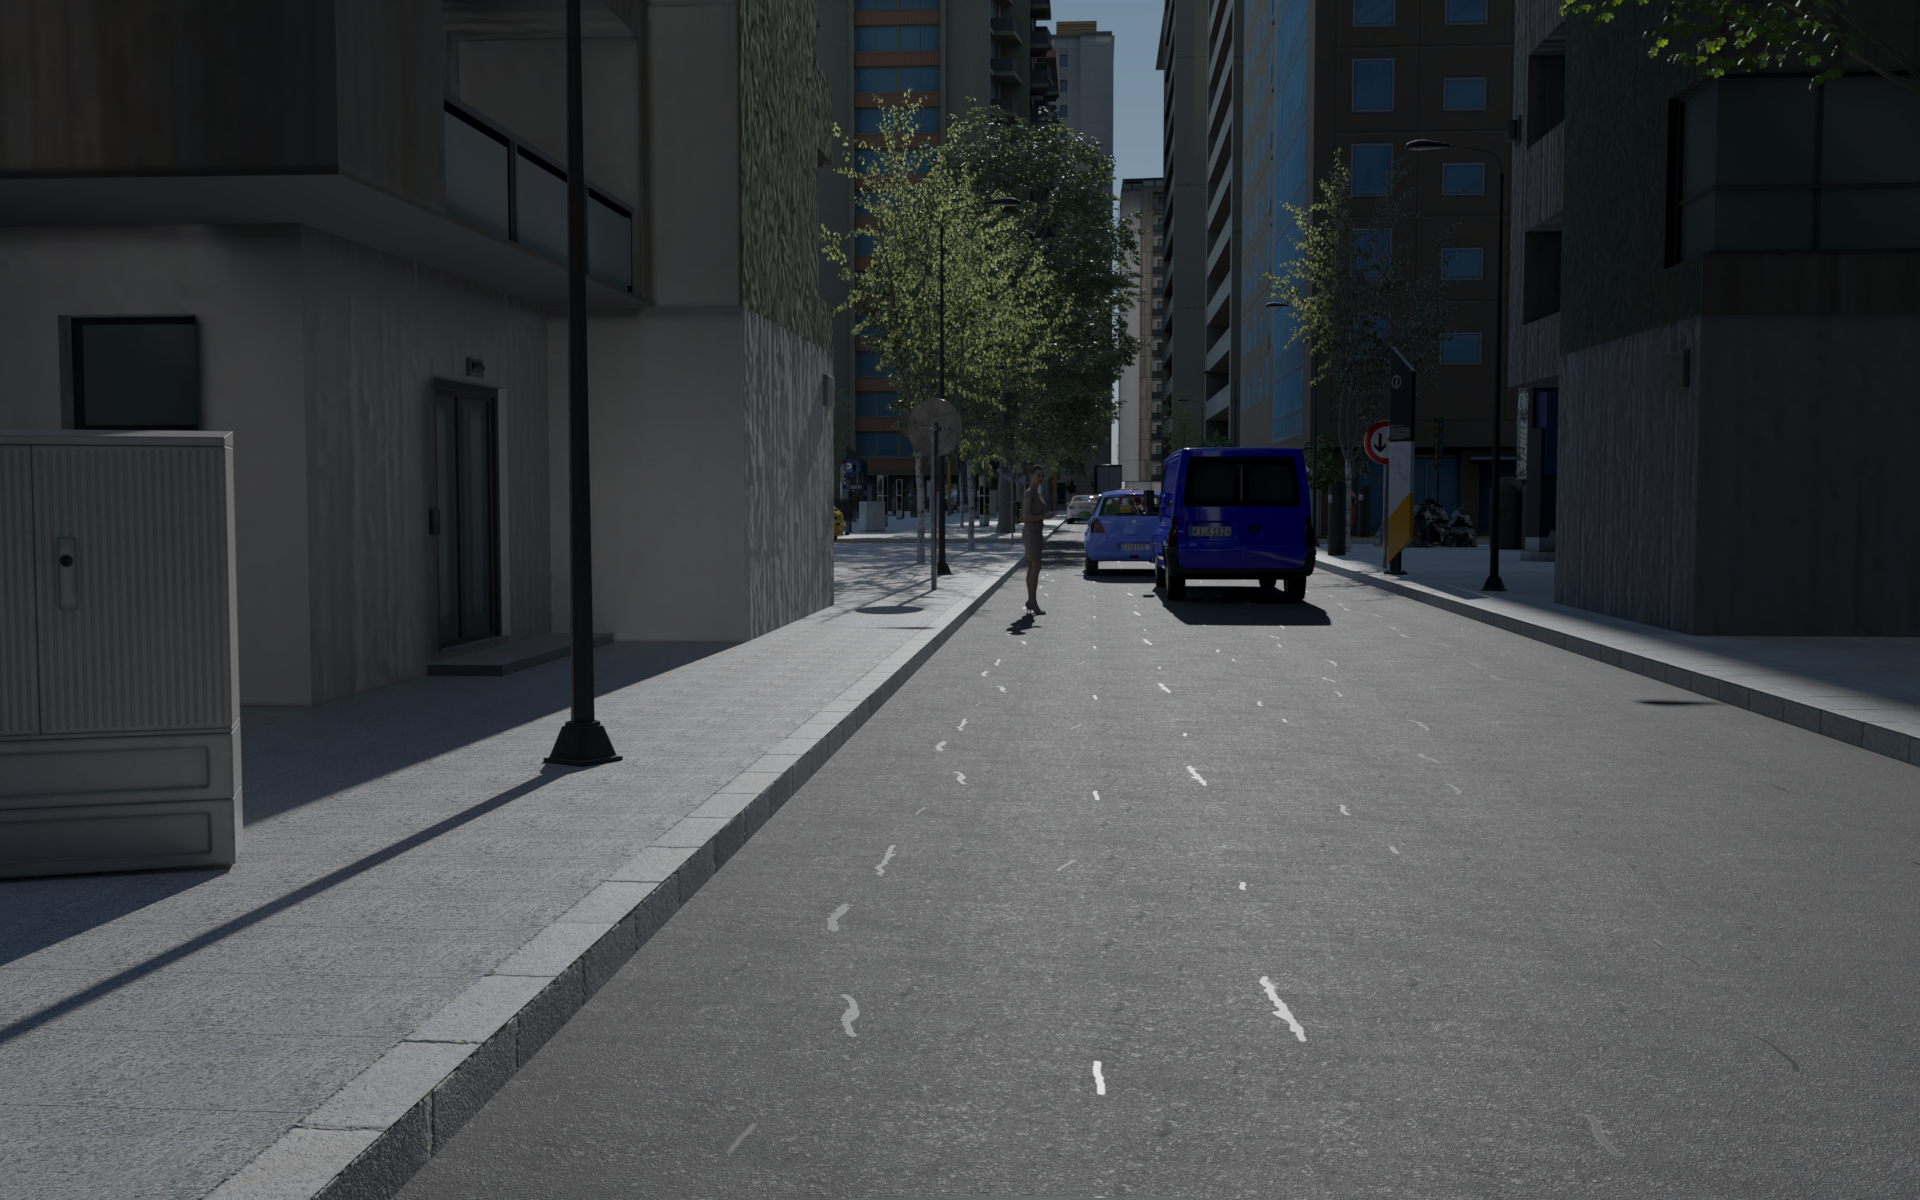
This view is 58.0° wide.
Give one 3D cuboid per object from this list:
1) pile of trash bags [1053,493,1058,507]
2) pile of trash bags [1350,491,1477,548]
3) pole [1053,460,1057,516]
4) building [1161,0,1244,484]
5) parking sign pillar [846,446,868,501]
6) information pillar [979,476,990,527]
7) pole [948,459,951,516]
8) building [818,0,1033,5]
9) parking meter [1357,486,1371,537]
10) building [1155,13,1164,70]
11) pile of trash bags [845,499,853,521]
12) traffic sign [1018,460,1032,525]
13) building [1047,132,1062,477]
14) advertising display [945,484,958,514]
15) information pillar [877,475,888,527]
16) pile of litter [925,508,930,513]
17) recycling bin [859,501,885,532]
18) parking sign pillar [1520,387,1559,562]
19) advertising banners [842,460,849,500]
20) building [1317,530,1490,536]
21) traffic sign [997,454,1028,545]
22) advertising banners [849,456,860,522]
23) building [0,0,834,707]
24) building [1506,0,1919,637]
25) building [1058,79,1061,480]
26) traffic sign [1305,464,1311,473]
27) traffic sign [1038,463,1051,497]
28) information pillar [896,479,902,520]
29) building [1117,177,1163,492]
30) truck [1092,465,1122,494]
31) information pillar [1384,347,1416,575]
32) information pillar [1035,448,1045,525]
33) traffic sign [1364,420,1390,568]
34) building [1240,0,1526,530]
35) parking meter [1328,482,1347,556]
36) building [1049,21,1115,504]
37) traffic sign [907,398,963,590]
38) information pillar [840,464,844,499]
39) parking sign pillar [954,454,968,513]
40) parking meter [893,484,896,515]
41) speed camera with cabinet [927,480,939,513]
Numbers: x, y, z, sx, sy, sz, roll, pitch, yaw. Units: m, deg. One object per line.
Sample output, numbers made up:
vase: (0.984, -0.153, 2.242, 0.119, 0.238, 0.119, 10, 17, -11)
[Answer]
pile of trash bags: (5.071, -6.419, 114.699, 3.447, 1.369, 1.912, -3, 4, -38)
pile of trash bags: (10.685, -1.978, 42.088, 3.447, 1.369, 1.912, -1, 4, -9)
pole: (5.461, -6.458, 99.430, 0.158, 3.312, 0.155, 0, 3, 0)
building: (27.121, -31.367, 136.556, 21.300, 48.544, 21.600, 0, 4, 4)
parking sign pillar: (-5.845, -6.639, 97.021, 1.447, 3.967, 1.447, 2, 4, 27)
information pillar: (0.965, -3.921, 68.602, 0.304, 2.012, 0.304, -3, 5, -44)
pole: (-0.627, -6.611, 101.926, 0.158, 3.312, 0.155, 0, 3, 0)
building: (-3.730, -29.747, 140.986, 22.147, 44.769, 28.867, 0, 4, 4)
parking meter: (12.054, -2.648, 51.700, 0.372, 1.533, 0.369, 0, 3, 0)
building: (35.610, -36.422, 184.740, 28.713, 52.752, 27.495, 0, 4, 4)
pile of trash bags: (-6.757, -4.463, 82.714, 1.912, 1.369, 3.447, 3, 5, 42)
traffic sign: (1.924, -2.912, 51.252, 0.795, 2.450, 0.064, 0, 4, 4)
building: (4.331, -31.217, 193.996, 14.086, 41.232, 14.154, 0, 4, 4)
advertising display: (-0.565, -6.467, 110.951, 0.974, 1.923, 0.123, 2, 4, 24)
information pillar: (-3.050, -3.908, 68.391, 0.304, 2.012, 0.304, 3, 5, 39)
pile of litter: (-2.008, -6.468, 119.722, 1.176, 0.858, 1.719, 3, 5, 43)
recycling bin: (-2.994, -2.840, 58.984, 0.722, 1.027, 0.722, -1, 4, -21)
parking sign pillar: (11.549, -2.739, 33.257, 1.447, 3.967, 1.447, -1, 4, -21)
advertising banners: (-5.624, -5.694, 89.286, 0.090, 3.025, 2.074, 1, 4, 22)
building: (18.204, -24.920, 57.552, 14.200, 45.320, 14.600, 0, 4, 4)
traffic sign: (1.311, -2.425, 43.290, 0.795, 2.450, 0.064, 0, 4, 4)
advertising banners: (-4.778, -5.078, 79.207, 0.090, 3.025, 2.074, 0, 4, 3)
building: (-8.977, -20.117, 12.505, 14.154, 41.232, 14.086, 0, 4, 4)
building: (14.162, -15.250, 21.037, 14.160, 30.474, 14.107, 0, 4, 4)
building: (-1.353, -31.523, 170.022, 22.147, 44.769, 28.867, 0, 4, 4)
traffic sign: (8.234, -2.391, 42.739, 0.795, 2.450, 0.064, 0, 4, 4)
traffic sign: (3.322, -4.314, 70.643, 0.768, 2.556, 0.104, 1, 4, 9)
information pillar: (-3.038, -5.020, 86.561, 0.304, 2.012, 0.304, 0, 4, -3)
building: (26.888, -32.619, 216.909, 14.086, 41.232, 14.154, 0, 4, 4)
truck: (14.432, -11.061, 169.766, 2.839, 4.237, 11.283, 0, 4, 3)
information pillar: (6.990, -2.208, 27.452, 0.183, 3.616, 0.504, -2, 4, -30)
information pillar: (3.310, -4.937, 72.079, 0.183, 3.616, 0.504, -3, 4, -38)
traffic sign: (7.346, -1.821, 29.875, 0.768, 2.556, 0.104, 1, 4, 9)
building: (19.717, -25.928, 74.037, 14.600, 45.320, 14.200, 0, 4, 4)
parking meter: (7.888, -1.701, 36.223, 0.372, 1.533, 0.369, 0, 3, 0)
building: (5.274, -41.505, 220.602, 28.212, 58.520, 21.231, 0, 4, 4)
traffic sign: (-0.349, -1.407, 23.106, 0.768, 2.556, 0.104, 1, 4, 13)
information pillar: (-8.332, -8.079, 123.439, 0.504, 3.616, 0.183, 3, 5, 44)
parking sign pillar: (0.304, -7.936, 118.231, 1.447, 3.967, 1.447, 2, 4, 26)
parking meter: (-3.791, -5.977, 103.436, 0.399, 1.863, 0.255, -1, 4, -15)
speed camera with cabinet: (-1.761, -7.428, 115.787, 0.660, 3.252, 2.038, 1, 4, 10)
